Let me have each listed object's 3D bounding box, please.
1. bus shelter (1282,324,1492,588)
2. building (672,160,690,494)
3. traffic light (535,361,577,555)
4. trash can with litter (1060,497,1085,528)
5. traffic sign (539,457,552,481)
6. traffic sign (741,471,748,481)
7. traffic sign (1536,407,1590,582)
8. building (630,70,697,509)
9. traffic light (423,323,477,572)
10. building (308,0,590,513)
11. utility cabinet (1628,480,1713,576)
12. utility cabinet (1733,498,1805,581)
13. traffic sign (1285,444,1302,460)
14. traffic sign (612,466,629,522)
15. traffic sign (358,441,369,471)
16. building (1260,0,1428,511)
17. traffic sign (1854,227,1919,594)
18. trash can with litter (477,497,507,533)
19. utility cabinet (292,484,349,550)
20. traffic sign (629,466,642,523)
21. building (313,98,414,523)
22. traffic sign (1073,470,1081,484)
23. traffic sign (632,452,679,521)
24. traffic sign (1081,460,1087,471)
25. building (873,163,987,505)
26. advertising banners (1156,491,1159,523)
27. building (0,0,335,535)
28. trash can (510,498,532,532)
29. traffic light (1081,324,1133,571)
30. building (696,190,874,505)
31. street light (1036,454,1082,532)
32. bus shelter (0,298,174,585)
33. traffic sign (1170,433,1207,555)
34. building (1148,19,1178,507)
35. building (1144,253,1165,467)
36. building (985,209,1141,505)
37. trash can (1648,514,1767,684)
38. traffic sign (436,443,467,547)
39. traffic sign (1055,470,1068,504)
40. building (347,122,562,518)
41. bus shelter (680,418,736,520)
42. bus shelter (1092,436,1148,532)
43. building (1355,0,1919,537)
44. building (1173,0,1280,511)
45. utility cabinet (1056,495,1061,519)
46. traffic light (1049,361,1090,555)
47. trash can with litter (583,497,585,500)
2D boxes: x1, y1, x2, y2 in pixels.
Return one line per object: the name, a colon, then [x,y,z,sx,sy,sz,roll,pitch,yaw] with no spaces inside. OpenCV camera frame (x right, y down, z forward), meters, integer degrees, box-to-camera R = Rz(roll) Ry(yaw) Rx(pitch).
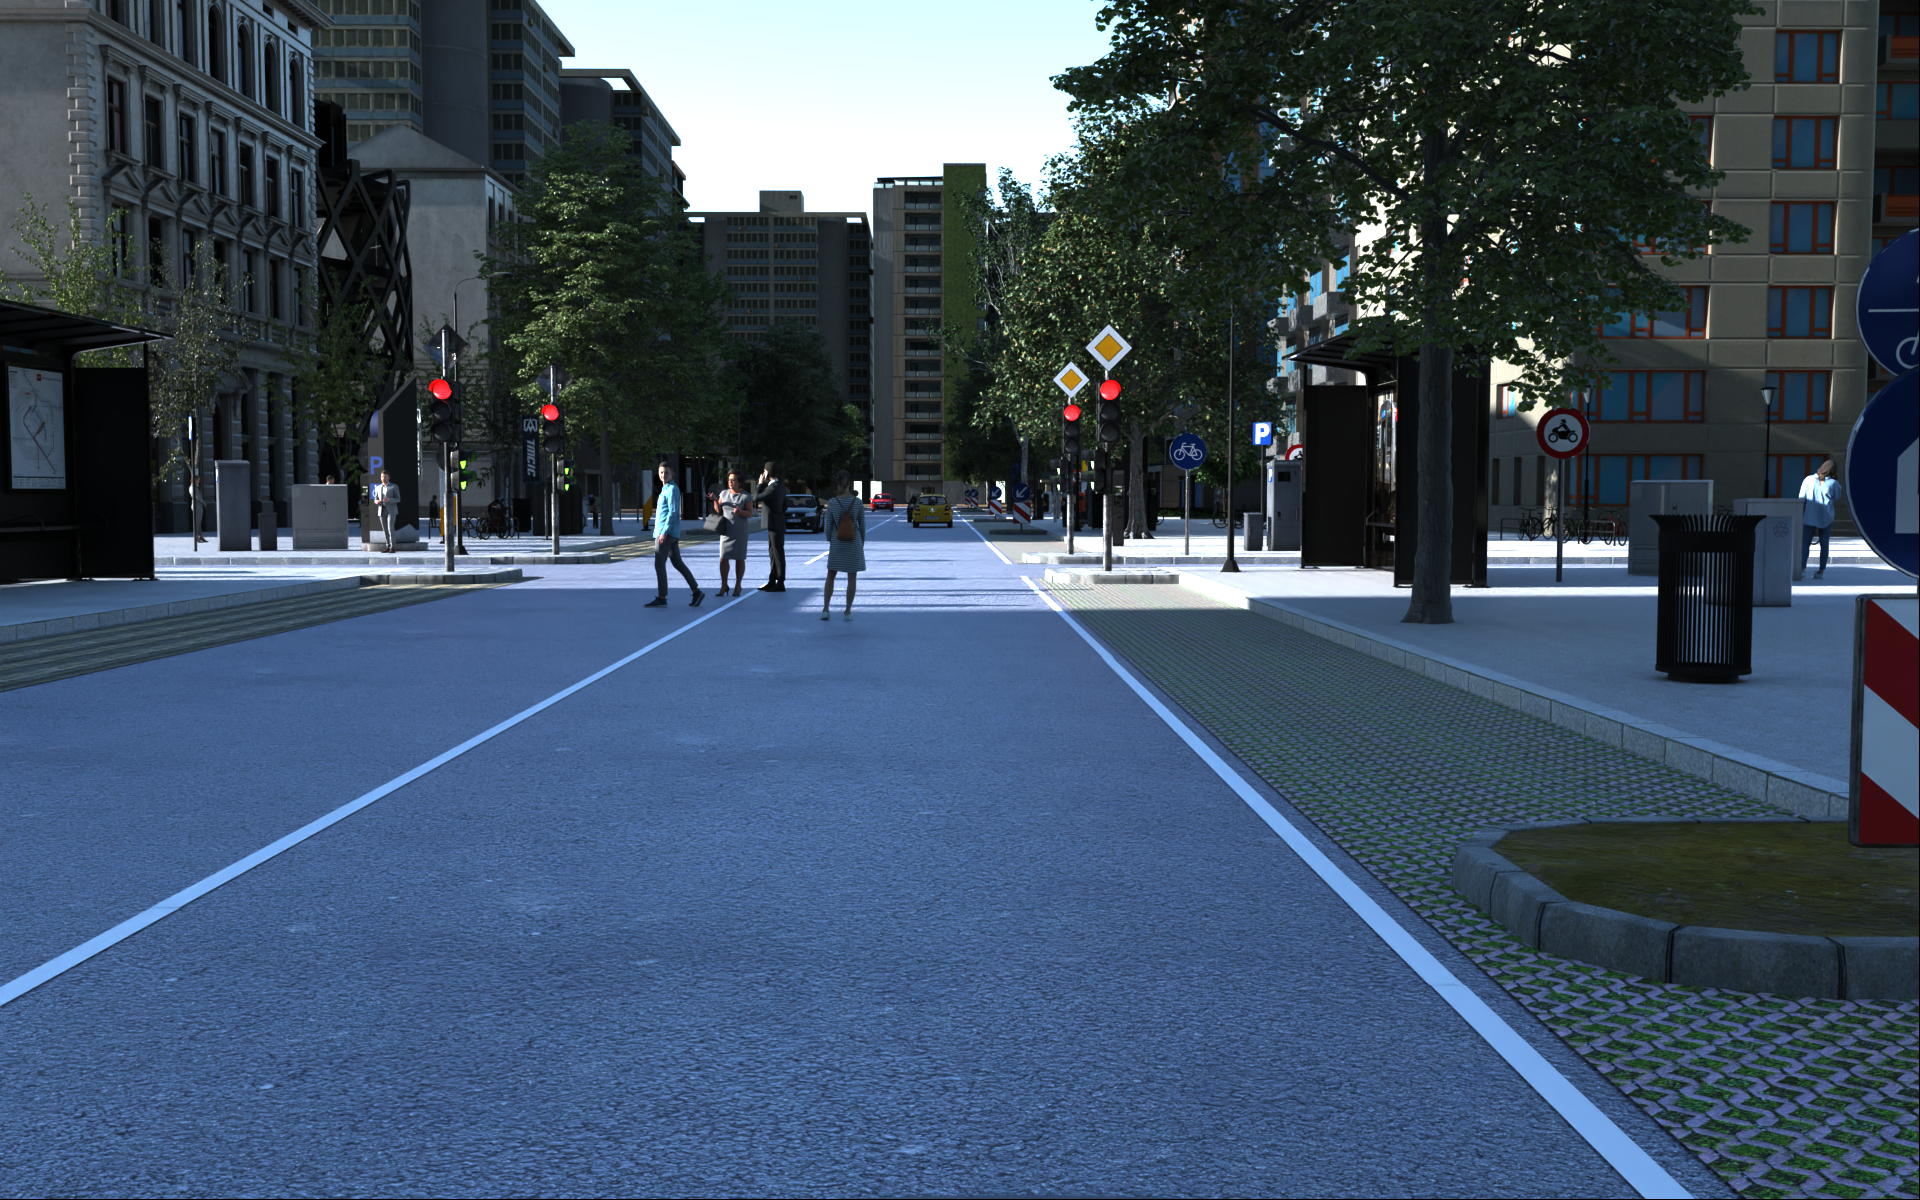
bus shelter: [6.417,-2.166,26.694,1.731,3.624,6.357,0,4,-1]
building: [-49.523,-34.547,219.467,28.867,44.769,22.147,0,4,-1]
traffic light: [-8.534,-2.912,36.535,0.839,4.253,0.868,0,4,-1]
trash can with litter: [4.361,-3.362,66.356,0.624,1.170,1.055,-3,5,-45]
traffic sign: [-14.244,-3.608,59.090,0.768,2.556,0.104,0,4,7]
traffic sign: [-12.538,-6.100,99.469,0.795,2.593,0.064,0,4,7]
traffic sign: [8.768,-1.539,25.270,0.768,2.556,0.104,0,4,4]
building: [-38.494,-28.429,156.688,23.993,40.220,32.217,0,4,-1]
traffic light: [-8.428,-2.424,28.551,0.839,4.253,0.868,0,4,-1]
building: [-41.929,-26.375,123.113,32.217,40.220,23.993,0,4,-1]
utility cabinet: [11.120,-1.128,27.127,1.173,1.500,0.318,3,4,37]
utility cabinet: [11.911,-0.880,25.554,1.020,1.237,0.306,-1,4,-16]
traffic sign: [8.581,-2.670,43.760,0.768,2.556,0.104,0,4,6]
traffic sign: [-15.580,-4.856,79.391,0.884,2.594,0.081,0,4,5]
traffic sign: [-13.689,-2.468,40.459,0.768,2.556,0.104,0,4,6]
building: [29.822,-29.158,96.339,23.786,49.044,30.456,0,4,-1]
traffic sign: [4.635,-0.500,8.277,0.768,2.556,0.104,0,4,6]
trash can with litter: [-15.368,-2.767,56.630,1.055,1.170,0.624,1,4,16]
utility cabinet: [-14.590,-1.885,39.498,1.173,1.500,0.318,-1,4,-15]
traffic sign: [-14.424,-4.732,77.478,0.768,2.556,0.104,0,4,3]
building: [-33.829,-12.881,78.054,16.820,18.784,16.811,0,4,-1]
traffic sign: [6.043,-5.466,89.469,0.768,2.556,0.104,0,4,3]
traffic sign: [-14.713,-5.496,83.729,2.265,3.308,0.079,0,4,4]
traffic sign: [7.297,-5.754,87.955,2.265,3.308,0.079,0,4,3]
building: [-3.813,-32.601,216.627,14.086,41.232,14.154,0,4,-1]
advertising banners: [8.387,-4.987,77.731,0.090,3.025,2.074,-2,4,-23]
building: [-30.326,-14.112,59.613,11.050,23.489,19.941,0,4,-1]
trash can: [-14.705,-2.845,58.162,0.748,1.137,0.748,0,3,0]
traffic light: [2.432,-2.434,28.711,0.839,4.253,0.868,0,4,-1]
building: [-23.153,-32.563,224.289,23.993,40.220,32.217,0,4,-1]
street light: [3.482,-5.303,59.247,1.470,5.913,1.316,0,4,-1]
bus shelter: [-12.395,-1.913,22.555,1.731,3.624,6.357,0,4,-1]
traffic sign: [4.752,-2.206,36.177,0.768,2.556,0.104,0,4,0]
building: [27.120,-43.449,148.648,20.563,71.187,20.611,0,4,-1]
building: [24.394,-24.189,167.183,14.160,30.474,14.107,0,4,-1]
building: [15.120,-32.592,224.752,23.993,40.220,32.217,0,4,-1]
trash can: [5.123,-0.016,11.912,0.748,1.137,0.748,0,3,0]
traffic sign: [-12.195,-2.536,41.565,0.768,2.556,0.104,0,4,1]
traffic sign: [5.046,-5.190,84.955,0.768,2.556,0.104,0,4,7]
building: [-29.892,-15.412,101.130,9.793,20.994,18.267,0,4,-1]
bus shelter: [-13.101,-6.810,88.967,2.179,5.291,8.768,0,4,-1]
bus shelter: [5.342,-4.190,59.794,1.731,3.624,6.357,0,4,-1]
building: [32.610,-13.470,65.272,28.899,21.520,27.650,0,4,-1]
building: [24.253,-29.475,132.026,14.600,45.320,14.200,0,4,-1]
utility cabinet: [5.022,-4.790,89.473,0.306,1.237,1.020,0,4,8]
traffic light: [2.326,-2.922,36.695,0.839,4.253,0.868,0,4,-1]
trash can with litter: [-15.618,-3.580,69.918,1.055,1.170,0.624,-2,4,-30]
